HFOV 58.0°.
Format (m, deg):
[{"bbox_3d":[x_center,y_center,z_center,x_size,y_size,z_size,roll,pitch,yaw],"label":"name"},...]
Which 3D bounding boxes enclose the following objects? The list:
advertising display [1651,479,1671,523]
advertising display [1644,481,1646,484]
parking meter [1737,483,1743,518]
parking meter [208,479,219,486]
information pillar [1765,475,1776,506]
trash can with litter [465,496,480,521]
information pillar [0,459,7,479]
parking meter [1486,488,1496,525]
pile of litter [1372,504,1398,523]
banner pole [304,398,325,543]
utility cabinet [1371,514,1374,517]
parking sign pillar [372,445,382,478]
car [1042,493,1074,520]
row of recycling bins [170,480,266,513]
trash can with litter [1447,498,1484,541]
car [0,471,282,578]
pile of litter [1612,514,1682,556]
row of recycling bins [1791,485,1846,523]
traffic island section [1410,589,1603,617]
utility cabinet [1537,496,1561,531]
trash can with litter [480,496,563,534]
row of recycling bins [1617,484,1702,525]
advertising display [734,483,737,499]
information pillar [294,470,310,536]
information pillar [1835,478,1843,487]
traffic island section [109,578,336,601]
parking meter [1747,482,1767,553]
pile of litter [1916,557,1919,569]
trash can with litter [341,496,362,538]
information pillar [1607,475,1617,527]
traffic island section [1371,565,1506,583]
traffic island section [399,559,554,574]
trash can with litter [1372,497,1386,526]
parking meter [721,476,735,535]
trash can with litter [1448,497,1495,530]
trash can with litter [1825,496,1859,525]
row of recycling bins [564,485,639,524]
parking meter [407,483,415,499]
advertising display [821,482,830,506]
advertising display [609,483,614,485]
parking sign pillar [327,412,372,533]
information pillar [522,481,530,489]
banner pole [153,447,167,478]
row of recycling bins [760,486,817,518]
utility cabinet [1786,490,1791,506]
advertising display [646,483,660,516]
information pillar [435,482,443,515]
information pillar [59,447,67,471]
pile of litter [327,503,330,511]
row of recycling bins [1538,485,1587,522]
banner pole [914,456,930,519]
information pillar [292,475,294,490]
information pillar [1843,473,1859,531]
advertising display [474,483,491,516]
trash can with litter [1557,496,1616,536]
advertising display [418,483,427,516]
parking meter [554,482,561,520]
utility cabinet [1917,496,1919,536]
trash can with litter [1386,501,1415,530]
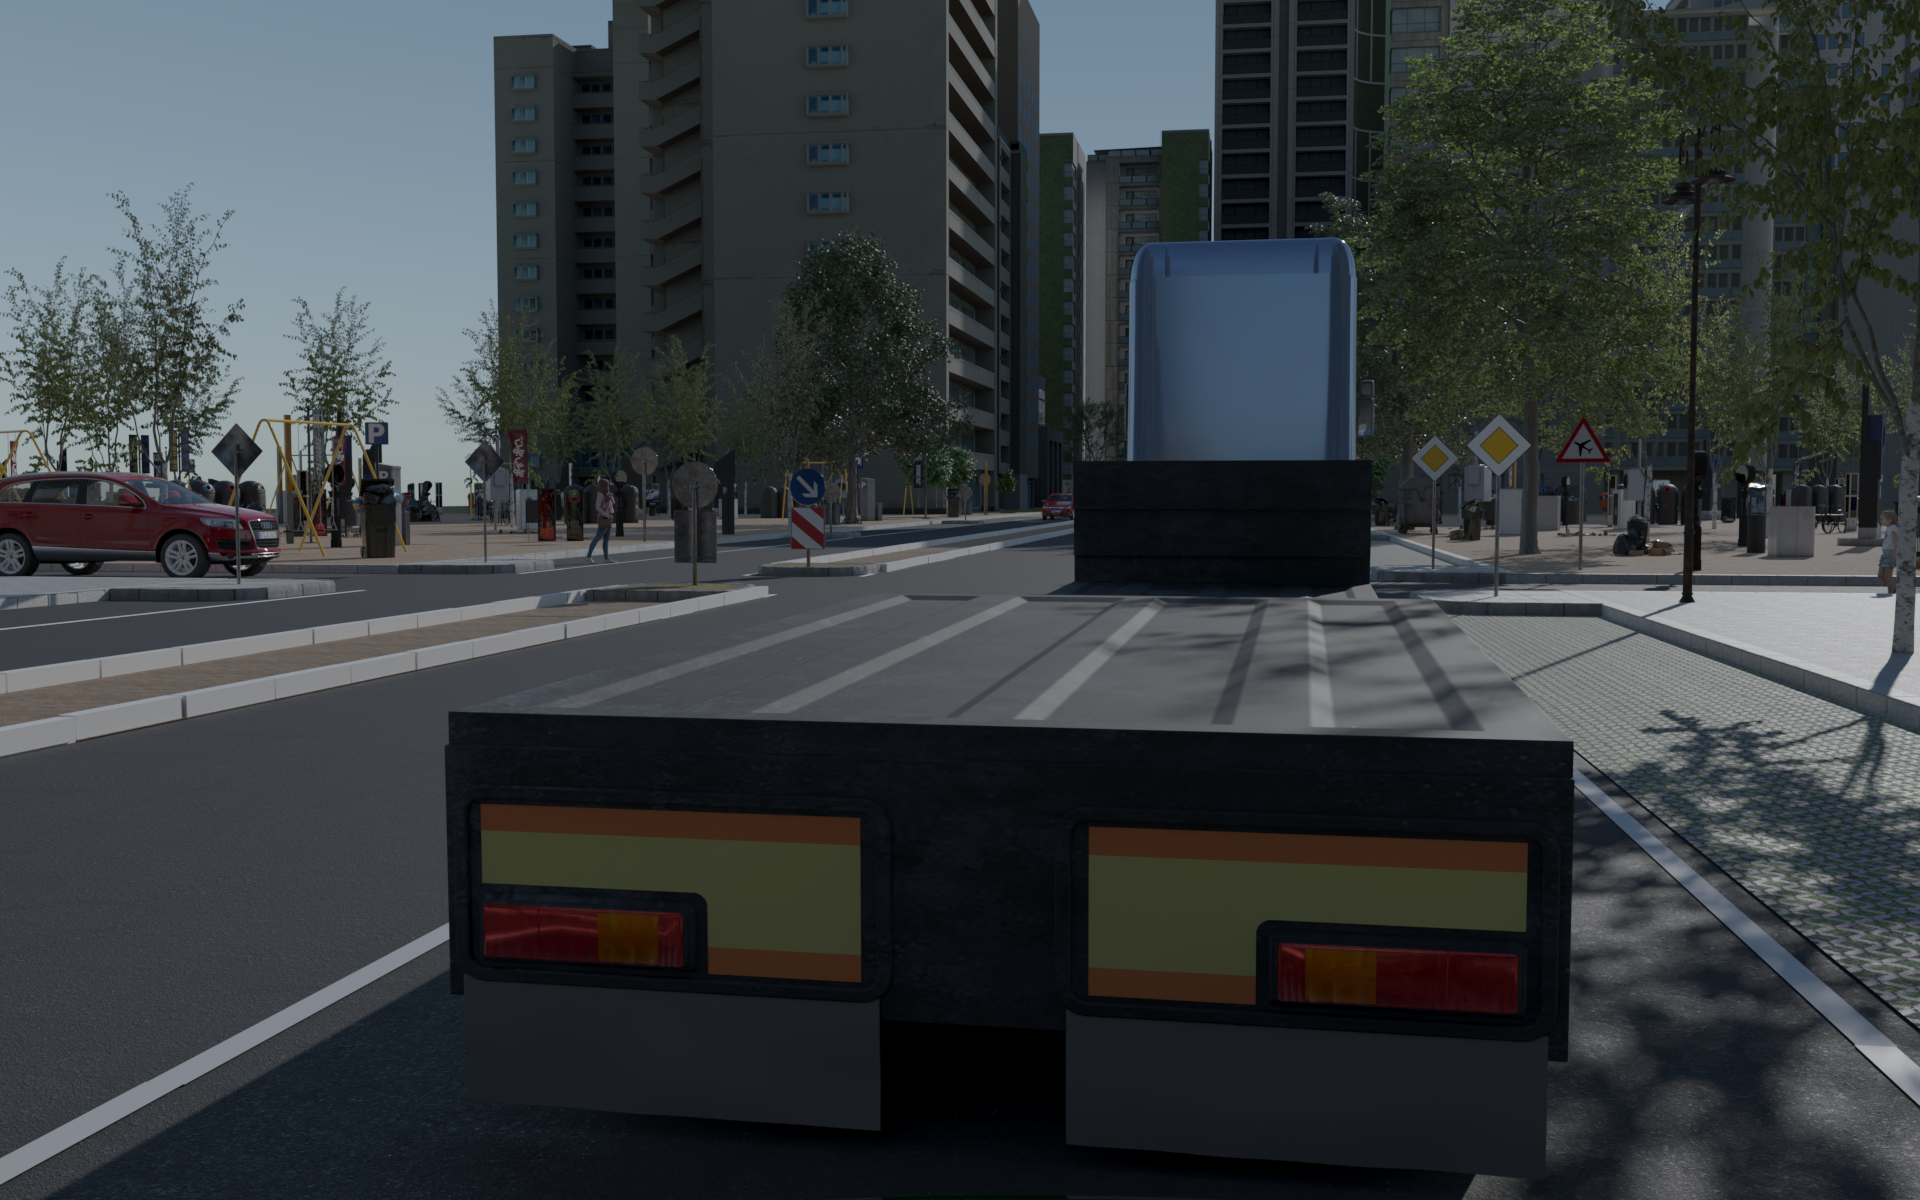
[{"bbox_3d":[30.840,-4.348,76.299,0.974,1.923,0.123,-1,4,-17],"label":"advertising display"},{"bbox_3d":[33.152,-4.771,83.219,0.123,1.923,0.974,-1,4,-15],"label":"advertising display"},{"bbox_3d":[41.898,-5.333,92.899,0.399,1.863,0.255,-2,4,-31],"label":"parking meter"},{"bbox_3d":[-27.985,-3.629,65.041,0.399,1.863,0.255,1,4,16],"label":"parking meter"},{"bbox_3d":[30.717,-3.744,65.703,0.304,2.012,0.304,3,5,44],"label":"information pillar"},{"bbox_3d":[-23.598,-4.480,84.312,1.678,1.210,2.233,0,4,-1],"label":"trash can with litter"},{"bbox_3d":[-63.847,-7.604,115.688,0.183,3.616,0.504,2,4,24],"label":"information pillar"},{"bbox_3d":[21.856,-3.846,71.297,0.372,1.533,0.369,0,3,0],"label":"parking meter"},{"bbox_3d":[19.237,-3.954,78.613,1.719,0.858,1.176,-2,4,-32],"label":"pile of litter"},{"bbox_3d":[-16.754,-3.363,45.005,0.863,3.779,0.401,2,4,32],"label":"banner pole"},{"bbox_3d":[22.576,-5.332,95.864,0.318,1.500,1.173,0,4,-4],"label":"utility cabinet"},{"bbox_3d":[-25.165,-5.243,74.203,1.447,3.967,1.447,0,4,1],"label":"parking sign pillar"},{"bbox_3d":[5.743,-5.415,97.579,2.155,1.783,4.494,1,4,12],"label":"car"},{"bbox_3d":[-22.452,-2.748,52.044,1.069,1.692,3.534,2,4,27],"label":"row of recycling bins"},{"bbox_3d":[13.932,-2.230,47.855,0.624,1.170,1.055,-3,4,-36],"label":"trash can with litter"},{"bbox_3d":[-14.286,-1.287,29.710,5.304,1.827,2.281,1,4,9],"label":"car"},{"bbox_3d":[14.457,-1.370,36.369,1.719,0.858,1.176,-1,4,-15],"label":"pile of litter"},{"bbox_3d":[39.167,-4.359,78.379,3.534,1.692,1.069,-1,4,-20],"label":"row of recycling bins"},{"bbox_3d":[6.746,0.033,21.738,2.009,0.180,2.903,1,4,10],"label":"traffic island section"},{"bbox_3d":[20.650,-3.056,61.134,1.020,1.237,0.306,3,5,43],"label":"utility cabinet"},{"bbox_3d":[-14.252,-2.763,56.236,2.233,1.210,1.678,-1,4,-21],"label":"trash can with litter"},{"bbox_3d":[29.290,-4.023,72.888,3.534,1.692,1.069,1,4,21],"label":"row of recycling bins"},{"bbox_3d":[-13.067,-5.730,98.907,0.123,1.923,0.974,2,4,30],"label":"advertising display"},{"bbox_3d":[-20.248,-2.993,53.426,0.304,2.012,0.304,-1,4,-12],"label":"information pillar"},{"bbox_3d":[40.820,-4.642,80.385,0.304,2.012,0.304,0,4,0],"label":"information pillar"},{"bbox_3d":[-10.293,-0.146,24.674,2.009,0.180,2.903,1,4,10],"label":"traffic island section"},{"bbox_3d":[17.356,-1.793,37.721,0.372,1.533,0.369,0,3,0],"label":"parking meter"},{"bbox_3d":[16.641,-0.958,29.629,1.176,0.858,1.719,2,4,33],"label":"pile of litter"},{"bbox_3d":[-17.658,-2.474,51.505,1.678,1.210,2.233,2,4,35],"label":"trash can with litter"},{"bbox_3d":[25.351,-3.843,67.320,0.304,2.012,0.304,2,4,26],"label":"information pillar"},{"bbox_3d":[8.105,-0.448,29.607,2.009,0.180,2.903,1,4,10],"label":"traffic island section"},{"bbox_3d":[-8.934,-0.628,32.543,2.009,0.180,2.903,1,4,10],"label":"traffic island section"},{"bbox_3d":[17.077,-3.578,69.895,1.055,1.170,0.624,-3,5,-43],"label":"trash can with litter"},{"bbox_3d":[-7.332,-2.997,54.712,0.399,1.863,0.255,3,5,45],"label":"parking meter"},{"bbox_3d":[18.848,-3.173,62.941,1.678,1.210,2.233,-3,5,-42],"label":"trash can with litter"},{"bbox_3d":[36.699,-3.717,71.829,2.233,1.210,1.678,2,4,35],"label":"trash can with litter"},{"bbox_3d":[-15.680,-4.211,75.969,3.534,1.692,1.069,-3,5,-42],"label":"row of recycling bins"},{"bbox_3d":[-29.156,-5.278,92.003,0.255,1.863,0.399,1,4,10],"label":"parking meter"},{"bbox_3d":[-7.427,-5.570,96.290,0.123,1.923,0.974,-3,4,-36],"label":"advertising display"},{"bbox_3d":[-19.234,-5.605,96.857,0.974,1.923,0.123,-3,4,-38],"label":"advertising display"},{"bbox_3d":[-20.488,-4.225,57.551,1.447,3.967,1.447,-1,4,-23],"label":"parking sign pillar"},{"bbox_3d":[-22.661,-5.263,90.534,0.304,2.012,0.304,1,4,20],"label":"information pillar"},{"bbox_3d":[-42.053,-6.193,91.274,0.863,3.779,0.401,-2,4,-30],"label":"banner pole"},{"bbox_3d":[-9.105,-5.233,92.672,3.534,1.692,1.069,-3,5,-43],"label":"row of recycling bins"},{"bbox_3d":[44.950,-5.164,93.117,1.173,1.500,0.318,-2,4,-24],"label":"utility cabinet"},{"bbox_3d":[-18.061,-5.894,101.573,0.974,1.923,0.123,-3,4,-39],"label":"advertising display"},{"bbox_3d":[-32.435,-6.319,107.807,0.304,2.012,0.304,2,4,28],"label":"information pillar"},{"bbox_3d":[-44.757,-5.820,86.507,0.183,3.616,0.504,1,4,12],"label":"information pillar"},{"bbox_3d":[-36.519,-5.315,100.860,1.719,0.858,1.176,-2,4,-30],"label":"pile of litter"},{"bbox_3d":[27.956,-4.545,81.425,1.069,1.692,3.534,-2,4,-31],"label":"row of recycling bins"},{"bbox_3d":[-1.980,-6.056,89.032,0.863,3.779,0.401,0,4,-2],"label":"banner pole"},{"bbox_3d":[-25.129,-3.707,65.094,0.304,2.012,0.304,2,4,33],"label":"information pillar"},{"bbox_3d":[31.103,-3.421,60.424,0.304,2.012,0.304,0,4,-2],"label":"information pillar"},{"bbox_3d":[-27.364,-5.754,99.294,0.974,1.923,0.123,-3,4,-36],"label":"advertising display"},{"bbox_3d":[19.301,-2.580,53.247,2.233,1.210,1.678,-1,4,-10],"label":"trash can with litter"},{"bbox_3d":[-30.861,-5.771,99.563,0.123,1.923,0.974,0,4,8],"label":"advertising display"},{"bbox_3d":[-19.750,-4.850,85.012,0.255,1.863,0.399,-2,4,-27],"label":"parking meter"},{"bbox_3d":[29.177,-2.525,52.450,1.020,1.237,0.306,2,4,33],"label":"utility cabinet"},{"bbox_3d":[15.736,-3.055,61.333,0.624,1.170,1.055,-1,4,-14],"label":"trash can with litter"}]
